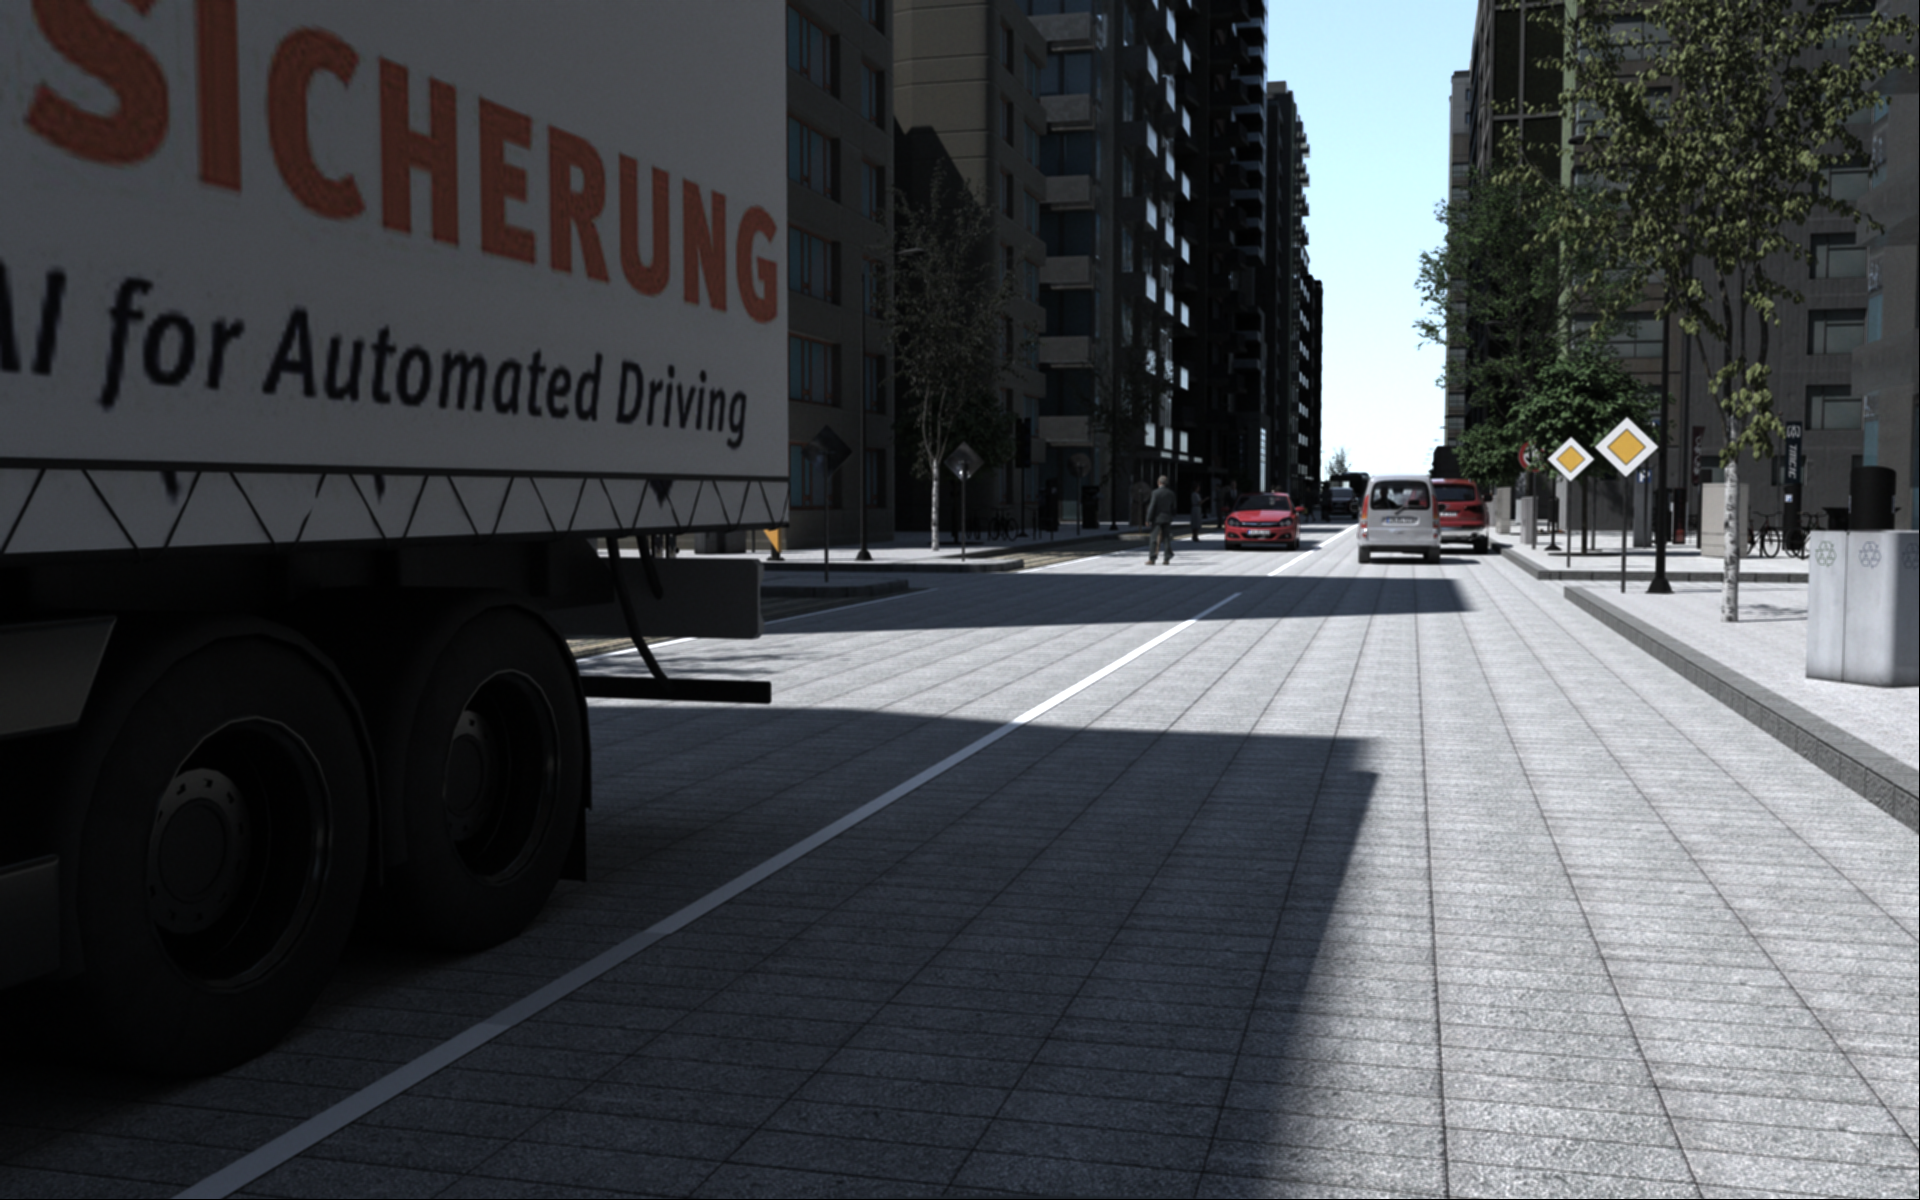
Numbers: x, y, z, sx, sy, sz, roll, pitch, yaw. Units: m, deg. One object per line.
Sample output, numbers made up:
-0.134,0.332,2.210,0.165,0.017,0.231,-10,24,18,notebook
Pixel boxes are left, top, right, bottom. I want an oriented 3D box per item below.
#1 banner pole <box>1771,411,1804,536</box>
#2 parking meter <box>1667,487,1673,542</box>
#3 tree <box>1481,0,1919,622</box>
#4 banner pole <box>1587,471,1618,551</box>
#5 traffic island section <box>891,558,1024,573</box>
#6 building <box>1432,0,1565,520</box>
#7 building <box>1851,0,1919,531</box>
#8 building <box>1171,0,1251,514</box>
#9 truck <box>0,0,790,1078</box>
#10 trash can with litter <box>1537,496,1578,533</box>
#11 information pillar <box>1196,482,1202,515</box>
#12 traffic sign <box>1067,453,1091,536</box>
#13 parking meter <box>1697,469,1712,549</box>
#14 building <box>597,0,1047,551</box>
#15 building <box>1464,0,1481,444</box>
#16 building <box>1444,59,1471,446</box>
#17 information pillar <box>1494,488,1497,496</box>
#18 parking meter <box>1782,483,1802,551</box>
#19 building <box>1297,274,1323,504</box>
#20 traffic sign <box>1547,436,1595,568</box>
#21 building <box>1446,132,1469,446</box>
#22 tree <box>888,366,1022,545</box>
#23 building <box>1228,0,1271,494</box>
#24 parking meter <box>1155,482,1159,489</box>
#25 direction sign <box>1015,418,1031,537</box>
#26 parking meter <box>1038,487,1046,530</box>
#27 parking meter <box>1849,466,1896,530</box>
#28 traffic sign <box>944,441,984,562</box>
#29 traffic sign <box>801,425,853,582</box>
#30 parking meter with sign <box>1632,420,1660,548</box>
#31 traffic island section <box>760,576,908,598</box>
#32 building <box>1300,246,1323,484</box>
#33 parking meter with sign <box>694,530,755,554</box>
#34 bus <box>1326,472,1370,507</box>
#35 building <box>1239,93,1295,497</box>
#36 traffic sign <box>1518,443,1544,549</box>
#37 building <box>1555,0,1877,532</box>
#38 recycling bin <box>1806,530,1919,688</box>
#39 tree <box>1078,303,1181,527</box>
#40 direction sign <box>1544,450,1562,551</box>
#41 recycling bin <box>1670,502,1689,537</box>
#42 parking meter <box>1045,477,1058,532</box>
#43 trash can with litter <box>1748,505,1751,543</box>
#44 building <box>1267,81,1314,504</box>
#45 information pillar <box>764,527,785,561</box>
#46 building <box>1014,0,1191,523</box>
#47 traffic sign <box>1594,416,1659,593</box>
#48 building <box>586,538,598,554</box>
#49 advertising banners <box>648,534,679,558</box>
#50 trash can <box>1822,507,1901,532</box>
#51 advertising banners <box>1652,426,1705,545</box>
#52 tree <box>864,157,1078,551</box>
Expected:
25.061,-3.821,52.488,0.863,3.779,0.401,1,4,9,banner pole
18.893,-2.325,46.420,0.372,1.533,0.369,0,3,0,parking meter
7.493,-4.083,17.112,4.737,8.622,4.395,0,3,0,tree
14.481,-2.995,38.992,0.863,3.779,0.401,-1,4,-19,banner pole
0.043,-0.653,32.956,2.009,0.180,2.903,1,4,15,traffic island section
35.243,-39.729,87.816,20.563,71.187,20.611,1,4,15,building
35.661,-25.432,35.422,30.456,49.044,23.786,1,4,15,building
8.681,-28.652,123.090,22.147,44.769,28.867,1,4,15,building
-3.465,-0.835,2.559,2.839,4.237,11.283,1,4,16,truck
19.497,-2.828,57.298,1.678,1.210,2.233,-1,4,-15,trash can with litter
14.390,-6.120,104.558,0.304,2.012,0.304,3,5,40,information pillar
3.658,-3.265,53.496,0.768,2.556,0.104,1,4,19,traffic sign
17.425,-2.130,40.543,0.255,1.863,0.399,1,4,16,parking meter
-13.698,-12.905,56.040,27.650,21.520,28.899,1,4,15,building
58.433,-32.833,160.528,21.300,48.544,21.600,1,4,15,building
78.249,-42.675,239.729,21.231,58.520,28.212,1,4,15,building
22.967,-5.084,74.474,0.183,3.616,0.504,3,5,40,information pillar
18.967,-1.901,39.490,0.372,1.533,0.369,0,3,0,parking meter
39.808,-27.806,226.328,14.160,30.474,14.107,1,4,15,building
10.608,-1.621,30.140,0.795,2.450,0.064,1,4,15,traffic sign
62.803,-31.404,197.046,14.154,41.232,14.086,1,4,15,building
-0.135,-3.714,44.435,4.285,4.588,4.351,0,3,0,tree
16.502,-51.253,150.658,22.319,86.520,31.000,1,4,15,building
8.336,-4.074,72.317,0.255,1.863,0.399,3,4,36,parking meter
1.884,-3.657,51.793,0.379,3.537,0.876,-2,4,-28,direction sign
2.966,-3.245,61.470,0.372,1.533,0.369,0,3,0,parking meter
8.335,-0.455,15.850,0.372,1.533,0.369,0,3,0,parking meter
0.068,-1.789,32.888,0.795,2.450,0.064,1,4,15,traffic sign
-1.940,-1.316,25.159,0.795,2.450,0.064,1,4,15,traffic sign
16.433,-2.772,41.578,0.543,3.016,1.738,1,4,19,parking meter with sign
-1.964,-0.180,25.226,2.009,0.180,2.903,1,4,15,traffic island section
36.447,-33.924,246.544,32.217,40.220,23.993,1,4,15,building
-5.027,-2.520,37.460,0.543,3.016,1.738,2,4,34,parking meter with sign
32.081,-9.020,142.334,2.948,3.499,13.247,1,4,16,bus
25.685,-29.954,173.345,14.154,41.232,14.086,1,4,15,building
13.332,-2.450,40.158,0.768,2.556,0.104,1,4,19,traffic sign
29.653,-23.269,64.040,14.154,41.232,14.086,1,4,15,building
6.345,0.043,11.859,0.722,1.027,0.722,-1,4,-19,recycling bin
6.388,-7.116,66.704,4.360,8.622,3.978,0,3,0,tree
13.500,-2.895,39.330,0.379,3.537,0.876,-1,4,-11,direction sign
21.473,-2.420,52.114,0.722,1.027,0.722,2,4,32,recycling bin
3.132,-3.266,59.110,0.399,1.863,0.255,-2,4,-27,parking meter
20.731,-2.105,45.811,0.624,1.170,1.055,0,4,2,trash can with litter
29.630,-35.829,205.420,23.786,49.044,30.456,1,4,15,building
-3.595,-2.561,33.220,0.183,3.616,0.504,-3,5,-42,information pillar
-0.058,-28.802,90.520,23.786,49.044,30.456,1,4,15,building
8.601,-1.148,22.410,0.795,2.450,0.064,1,4,15,traffic sign
-14.714,-10.210,21.688,16.860,20.320,10.420,1,4,15,building
-4.044,-1.648,23.129,0.090,3.025,2.074,0,4,4,advertising banners
9.513,-0.408,18.320,0.748,1.137,0.748,0,3,0,trash can
18.400,-2.942,44.288,2.074,3.025,0.090,-2,4,-33,advertising banners
-0.368,-5.423,39.036,4.360,8.622,3.978,0,3,0,tree
